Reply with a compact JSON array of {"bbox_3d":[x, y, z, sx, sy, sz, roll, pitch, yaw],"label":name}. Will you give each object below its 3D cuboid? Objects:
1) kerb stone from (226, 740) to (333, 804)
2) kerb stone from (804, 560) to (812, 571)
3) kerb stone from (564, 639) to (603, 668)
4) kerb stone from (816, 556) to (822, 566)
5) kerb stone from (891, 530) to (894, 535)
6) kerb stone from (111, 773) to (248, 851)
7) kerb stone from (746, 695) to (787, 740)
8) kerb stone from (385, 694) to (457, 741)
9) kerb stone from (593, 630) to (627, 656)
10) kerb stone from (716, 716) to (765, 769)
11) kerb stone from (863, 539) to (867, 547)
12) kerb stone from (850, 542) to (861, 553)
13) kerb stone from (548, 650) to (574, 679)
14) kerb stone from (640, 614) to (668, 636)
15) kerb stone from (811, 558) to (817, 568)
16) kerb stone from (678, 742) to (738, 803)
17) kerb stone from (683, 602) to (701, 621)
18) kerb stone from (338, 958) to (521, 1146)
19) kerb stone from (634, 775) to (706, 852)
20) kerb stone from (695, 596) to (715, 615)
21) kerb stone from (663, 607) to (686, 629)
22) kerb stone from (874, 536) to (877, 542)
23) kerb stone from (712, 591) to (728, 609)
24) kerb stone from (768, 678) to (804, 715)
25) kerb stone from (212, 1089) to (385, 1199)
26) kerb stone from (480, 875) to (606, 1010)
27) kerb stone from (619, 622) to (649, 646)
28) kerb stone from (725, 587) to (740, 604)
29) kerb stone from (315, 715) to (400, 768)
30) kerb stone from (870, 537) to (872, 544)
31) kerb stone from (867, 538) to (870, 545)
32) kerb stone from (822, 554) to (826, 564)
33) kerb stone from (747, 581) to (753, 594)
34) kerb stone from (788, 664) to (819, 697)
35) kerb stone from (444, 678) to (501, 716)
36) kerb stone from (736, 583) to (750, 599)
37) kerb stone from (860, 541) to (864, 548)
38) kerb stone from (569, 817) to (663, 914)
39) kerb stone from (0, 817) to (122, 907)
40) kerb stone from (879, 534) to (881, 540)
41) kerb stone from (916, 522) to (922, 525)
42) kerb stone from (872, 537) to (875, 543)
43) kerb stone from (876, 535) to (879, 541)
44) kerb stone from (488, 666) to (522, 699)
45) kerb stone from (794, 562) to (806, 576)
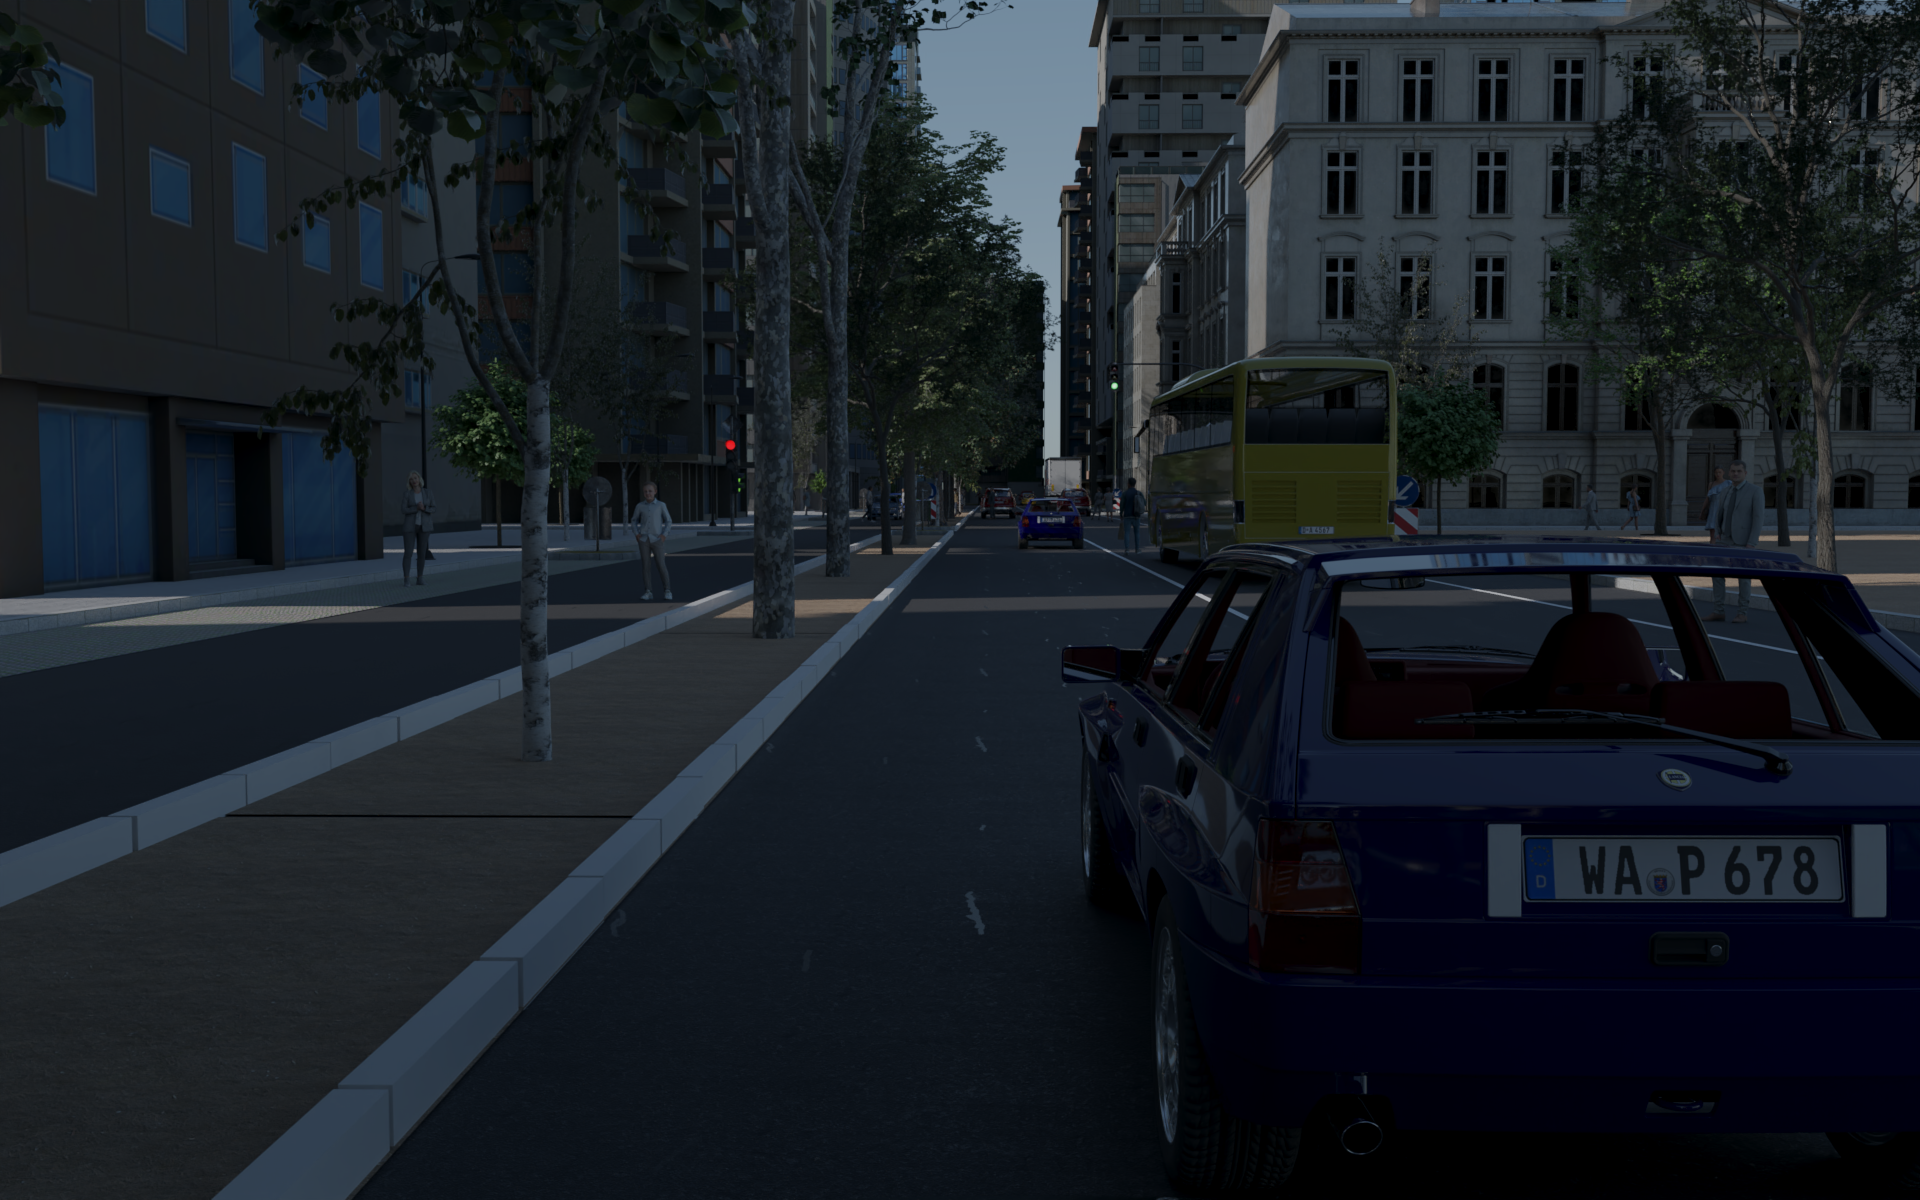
[{"bbox_3d":[-3.314,0.842,8.429,0.120,0.150,1.000,0,4,1],"label":"kerb stone"},{"bbox_3d":[-2.902,-0.599,31.993,0.120,0.150,1.000,0,4,1],"label":"kerb stone"},{"bbox_3d":[-3.201,0.466,14.580,0.120,0.150,1.000,0,4,1],"label":"kerb stone"},{"bbox_3d":[-2.863,-0.724,34.041,0.120,0.150,1.000,0,4,1],"label":"kerb stone"},{"bbox_3d":[-2.403,-2.352,60.688,0.120,0.150,1.000,0,4,1],"label":"kerb stone"},{"bbox_3d":[-3.330,0.904,7.407,0.120,0.150,1.000,0,4,1],"label":"kerb stone"},{"bbox_3d":[-1.177,0.722,10.424,0.120,0.150,1.000,0,4,1],"label":"kerb stone"},{"bbox_3d":[-3.277,0.716,10.482,0.120,0.150,1.000,0,4,1],"label":"kerb stone"},{"bbox_3d":[-3.193,0.403,15.602,0.120,0.150,1.000,0,4,1],"label":"kerb stone"},{"bbox_3d":[-1.196,0.783,9.397,0.120,0.150,1.000,0,4,1],"label":"kerb stone"},{"bbox_3d":[-2.653,-1.478,46.362,0.120,0.150,1.000,0,4,1],"label":"kerb stone"},{"bbox_3d":[-2.685,-1.349,44.301,0.120,0.150,1.000,0,4,1],"label":"kerb stone"},{"bbox_3d":[-3.222,0.531,13.547,0.120,0.150,1.000,0,4,1],"label":"kerb stone"},{"bbox_3d":[-3.159,0.278,17.649,0.120,0.150,1.000,0,4,1],"label":"kerb stone"},{"bbox_3d":[-2.882,-0.662,33.019,0.120,0.150,1.000,0,4,1],"label":"kerb stone"},{"bbox_3d":[-1.220,0.845,8.376,0.120,0.150,1.000,0,4,1],"label":"kerb stone"},{"bbox_3d":[-3.115,0.156,19.701,0.120,0.150,1.000,0,4,1],"label":"kerb stone"},{"bbox_3d":[-1.286,1.099,4.273,0.120,0.150,1.000,0,4,1],"label":"kerb stone"},{"bbox_3d":[-1.229,0.908,7.345,0.120,0.150,1.000,0,4,1],"label":"kerb stone"},{"bbox_3d":[-3.097,0.090,20.722,0.120,0.150,1.000,0,4,1],"label":"kerb stone"},{"bbox_3d":[-3.131,0.215,18.679,0.120,0.150,1.000,0,4,1],"label":"kerb stone"},{"bbox_3d":[-2.583,-1.725,50.460,0.120,0.150,1.000,0,4,1],"label":"kerb stone"},{"bbox_3d":[-3.080,0.027,21.749,0.120,0.150,1.000,0,4,1],"label":"kerb stone"},{"bbox_3d":[-1.164,0.659,11.446,0.120,0.150,1.000,0,4,1],"label":"kerb stone"},{"bbox_3d":[-1.304,1.164,3.252,0.120,0.150,1.000,0,4,1],"label":"kerb stone"},{"bbox_3d":[-1.262,1.034,5.302,0.120,0.150,1.000,0,4,1],"label":"kerb stone"},{"bbox_3d":[-3.168,0.343,16.624,0.120,0.150,1.000,0,4,1],"label":"kerb stone"},{"bbox_3d":[-3.064,-0.035,22.771,0.120,0.150,1.000,0,4,1],"label":"kerb stone"},{"bbox_3d":[-3.303,0.779,9.455,0.120,0.150,1.000,0,4,1],"label":"kerb stone"},{"bbox_3d":[-2.613,-1.604,48.416,0.120,0.150,1.000,0,4,1],"label":"kerb stone"},{"bbox_3d":[-2.628,-1.541,47.391,0.120,0.150,1.000,0,4,1],"label":"kerb stone"},{"bbox_3d":[-2.845,-0.787,35.064,0.120,0.150,1.000,0,4,1],"label":"kerb stone"},{"bbox_3d":[-3.030,-0.161,24.829,0.120,0.150,1.000,0,4,1],"label":"kerb stone"},{"bbox_3d":[-1.143,0.601,12.468,0.120,0.150,1.000,0,4,1],"label":"kerb stone"},{"bbox_3d":[-3.267,0.661,11.504,0.120,0.150,1.000,0,4,1],"label":"kerb stone"},{"bbox_3d":[-3.046,-0.098,23.793,0.120,0.150,1.000,0,4,1],"label":"kerb stone"},{"bbox_3d":[-2.671,-1.415,45.329,0.120,0.150,1.000,0,4,1],"label":"kerb stone"},{"bbox_3d":[-1.249,0.971,6.324,0.120,0.150,1.000,0,4,1],"label":"kerb stone"},{"bbox_3d":[-3.358,0.967,6.382,0.120,0.150,1.000,0,4,1],"label":"kerb stone"},{"bbox_3d":[-2.550,-1.852,52.503,0.120,0.150,1.000,0,4,1],"label":"kerb stone"},{"bbox_3d":[-1.973,-3.828,84.780,0.120,0.150,1.000,0,4,1],"label":"kerb stone"},{"bbox_3d":[-2.597,-1.666,49.438,0.120,0.150,1.000,0,4,1],"label":"kerb stone"},{"bbox_3d":[-2.563,-1.788,51.481,0.120,0.150,1.000,0,4,1],"label":"kerb stone"},{"bbox_3d":[-3.241,0.594,12.526,0.120,0.150,1.000,0,4,1],"label":"kerb stone"},{"bbox_3d":[-2.921,-0.537,30.971,0.120,0.150,1.000,0,4,1],"label":"kerb stone"}]
